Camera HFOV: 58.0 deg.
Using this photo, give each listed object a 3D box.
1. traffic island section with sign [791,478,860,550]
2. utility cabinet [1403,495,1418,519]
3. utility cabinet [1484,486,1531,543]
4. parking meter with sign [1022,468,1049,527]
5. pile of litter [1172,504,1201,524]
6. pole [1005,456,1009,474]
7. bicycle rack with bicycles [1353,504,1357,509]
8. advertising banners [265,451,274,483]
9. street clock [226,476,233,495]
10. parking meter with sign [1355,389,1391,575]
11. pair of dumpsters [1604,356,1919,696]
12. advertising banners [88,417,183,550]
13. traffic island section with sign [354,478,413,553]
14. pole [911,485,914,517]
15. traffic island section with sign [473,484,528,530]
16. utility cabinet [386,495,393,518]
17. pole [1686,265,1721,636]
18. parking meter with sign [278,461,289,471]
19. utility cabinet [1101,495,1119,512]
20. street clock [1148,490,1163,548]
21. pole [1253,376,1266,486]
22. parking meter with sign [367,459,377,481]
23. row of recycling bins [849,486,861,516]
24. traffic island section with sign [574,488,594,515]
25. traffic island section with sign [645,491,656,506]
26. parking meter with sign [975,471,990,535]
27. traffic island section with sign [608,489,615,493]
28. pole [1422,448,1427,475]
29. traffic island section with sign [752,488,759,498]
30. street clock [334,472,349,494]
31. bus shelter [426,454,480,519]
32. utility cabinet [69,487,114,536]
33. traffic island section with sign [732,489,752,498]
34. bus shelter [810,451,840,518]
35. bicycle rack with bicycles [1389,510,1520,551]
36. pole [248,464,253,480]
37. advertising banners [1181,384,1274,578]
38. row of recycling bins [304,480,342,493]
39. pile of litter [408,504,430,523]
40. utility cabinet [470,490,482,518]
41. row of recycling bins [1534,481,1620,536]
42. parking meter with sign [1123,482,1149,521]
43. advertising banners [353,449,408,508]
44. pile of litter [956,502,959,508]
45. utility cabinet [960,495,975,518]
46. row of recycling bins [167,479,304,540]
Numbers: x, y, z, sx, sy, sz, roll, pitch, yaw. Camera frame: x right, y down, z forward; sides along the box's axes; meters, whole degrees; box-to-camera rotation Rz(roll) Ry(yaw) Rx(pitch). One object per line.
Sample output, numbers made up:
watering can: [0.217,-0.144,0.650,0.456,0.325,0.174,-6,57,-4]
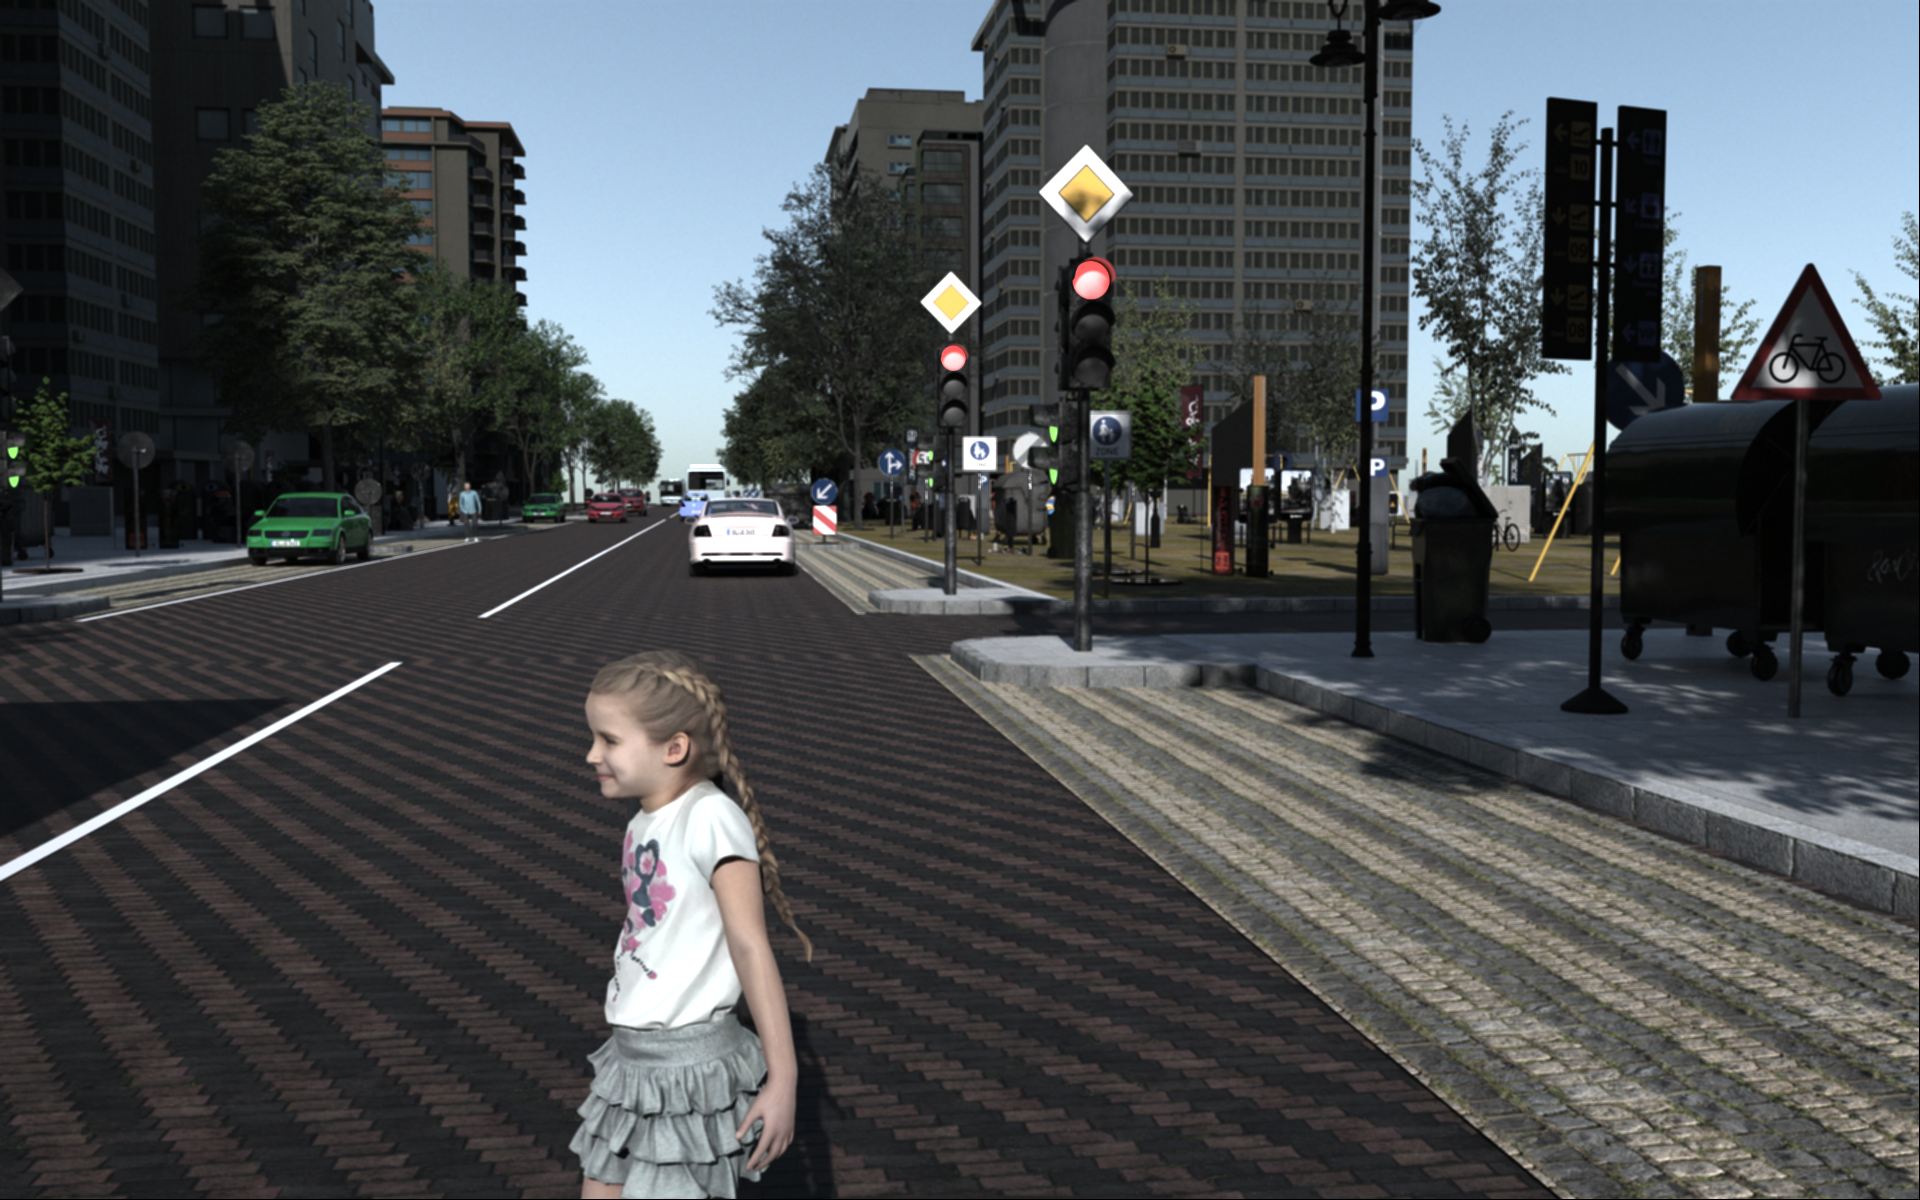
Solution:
traffic island section with sign: [-3.654,-2.207,44.713,1.989,1.847,2.006,0,4,-8]
utility cabinet: [23.022,-4.708,88.129,1.020,1.237,0.306,-2,4,-34]
utility cabinet: [14.161,-2.217,44.926,1.173,1.500,0.318,1,4,11]
parking meter with sign: [3.022,-4.293,66.458,1.738,3.016,0.543,-3,4,-38]
pile of litter: [9.898,-3.769,75.589,1.176,0.858,1.719,-1,4,-11]
pole: [2.499,-6.015,92.183,0.158,3.312,0.155,0,3,0]
bicycle rack with bicycles: [16.837,-3.591,72.088,2.925,0.926,2.852,0,4,1]
advertising banners: [-28.164,-4.477,69.388,0.090,3.025,2.074,1,4,19]
street clock: [-29.436,-3.990,69.808,0.358,2.002,0.471,-2,4,-27]
parking meter with sign: [6.703,-1.944,28.046,0.543,3.016,1.738,1,4,10]
pair of dumpsters: [6.029,-0.549,11.465,1.574,2.255,4.437,-1,4,-8]
advertising banners: [-18.998,-2.676,39.933,0.090,3.025,2.074,3,5,41]
traffic island section with sign: [-14.581,-2.077,42.588,1.989,1.847,2.006,0,4,-8]
pole: [-2.664,-6.313,97.066,0.158,3.312,0.155,0,3,0]
traffic island section with sign: [-18.403,-3.719,69.436,1.989,1.847,2.006,0,4,-8]
utility cabinet: [-30.101,-4.901,91.299,1.020,1.237,0.306,-2,4,-25]
pole: [6.706,-1.331,15.612,0.158,3.312,0.155,0,3,0]
parking meter with sign: [-35.594,-5.855,91.989,0.543,3.016,1.738,0,4,-1]
utility cabinet: [8.488,-5.306,97.920,1.020,1.237,0.306,1,4,22]
street clock: [4.643,-2.237,41.142,0.358,2.002,0.471,2,4,30]
pole: [5.172,-2.209,29.962,0.158,3.312,0.155,0,3,0]
parking meter with sign: [-28.703,-5.390,84.389,0.543,3.016,1.738,-2,4,-29]
row of recycling bins: [-5.789,-5.251,92.967,1.069,1.692,3.534,0,4,-3]
traffic island section with sign: [-25.534,-6.775,119.406,1.989,1.847,2.006,0,4,-8]
traffic island section with sign: [-40.983,-13.415,227.960,1.989,1.847,2.006,0,4,-8]
parking meter with sign: [0.685,-3.569,54.621,0.543,3.016,1.738,0,4,-3]
traffic island section with sign: [-29.331,-8.408,146.093,1.989,1.847,2.006,0,4,-8]
pole: [20.676,-5.096,77.159,0.158,3.312,0.155,0,3,0]
traffic island section with sign: [-7.455,-3.839,71.400,1.989,1.847,2.006,0,4,-8]
street clock: [-20.143,-3.170,56.393,0.358,2.002,0.471,2,4,28]
bus shelter: [-26.273,-5.870,89.902,2.014,3.302,5.546,-1,4,-8]
utility cabinet: [-26.206,-2.666,52.270,1.173,1.500,0.318,0,4,-6]
traffic island section with sign: [-18.202,-8.461,146.964,1.989,1.847,2.006,0,4,-8]
bus shelter: [-7.138,-6.058,90.331,1.731,3.624,6.357,-1,4,-8]
bicycle rack with bicycles: [11.188,-1.612,39.741,2.852,0.926,2.925,0,4,-5]
pole: [-32.329,-5.206,78.958,0.158,3.312,0.155,0,3,0]
advertising banners: [4.162,-1.897,27.201,0.090,3.025,2.074,-2,4,-35]
row of recycling bins: [-19.817,-2.719,51.572,1.069,1.692,3.534,2,4,26]
pile of litter: [-24.330,-3.893,77.609,1.719,0.858,1.176,-3,5,-44]
utility cabinet: [-26.229,-5.195,93.616,1.173,1.500,0.318,3,5,41]
row of recycling bins: [19.486,-2.890,54.362,1.069,1.692,3.534,-2,4,-29]
parking meter with sign: [8.224,-5.273,82.476,1.738,3.016,0.543,-1,4,-23]
advertising banners: [-22.335,-4.316,66.748,2.074,3.025,0.090,0,3,0]
pile of litter: [-0.470,-4.842,93.127,1.176,0.858,1.719,0,4,-5]
utility cabinet: [0.523,-4.789,89.467,1.020,1.237,0.306,0,4,5]
row of recycling bins: [-20.556,-2.550,48.813,3.534,1.692,1.069,0,4,-1]
